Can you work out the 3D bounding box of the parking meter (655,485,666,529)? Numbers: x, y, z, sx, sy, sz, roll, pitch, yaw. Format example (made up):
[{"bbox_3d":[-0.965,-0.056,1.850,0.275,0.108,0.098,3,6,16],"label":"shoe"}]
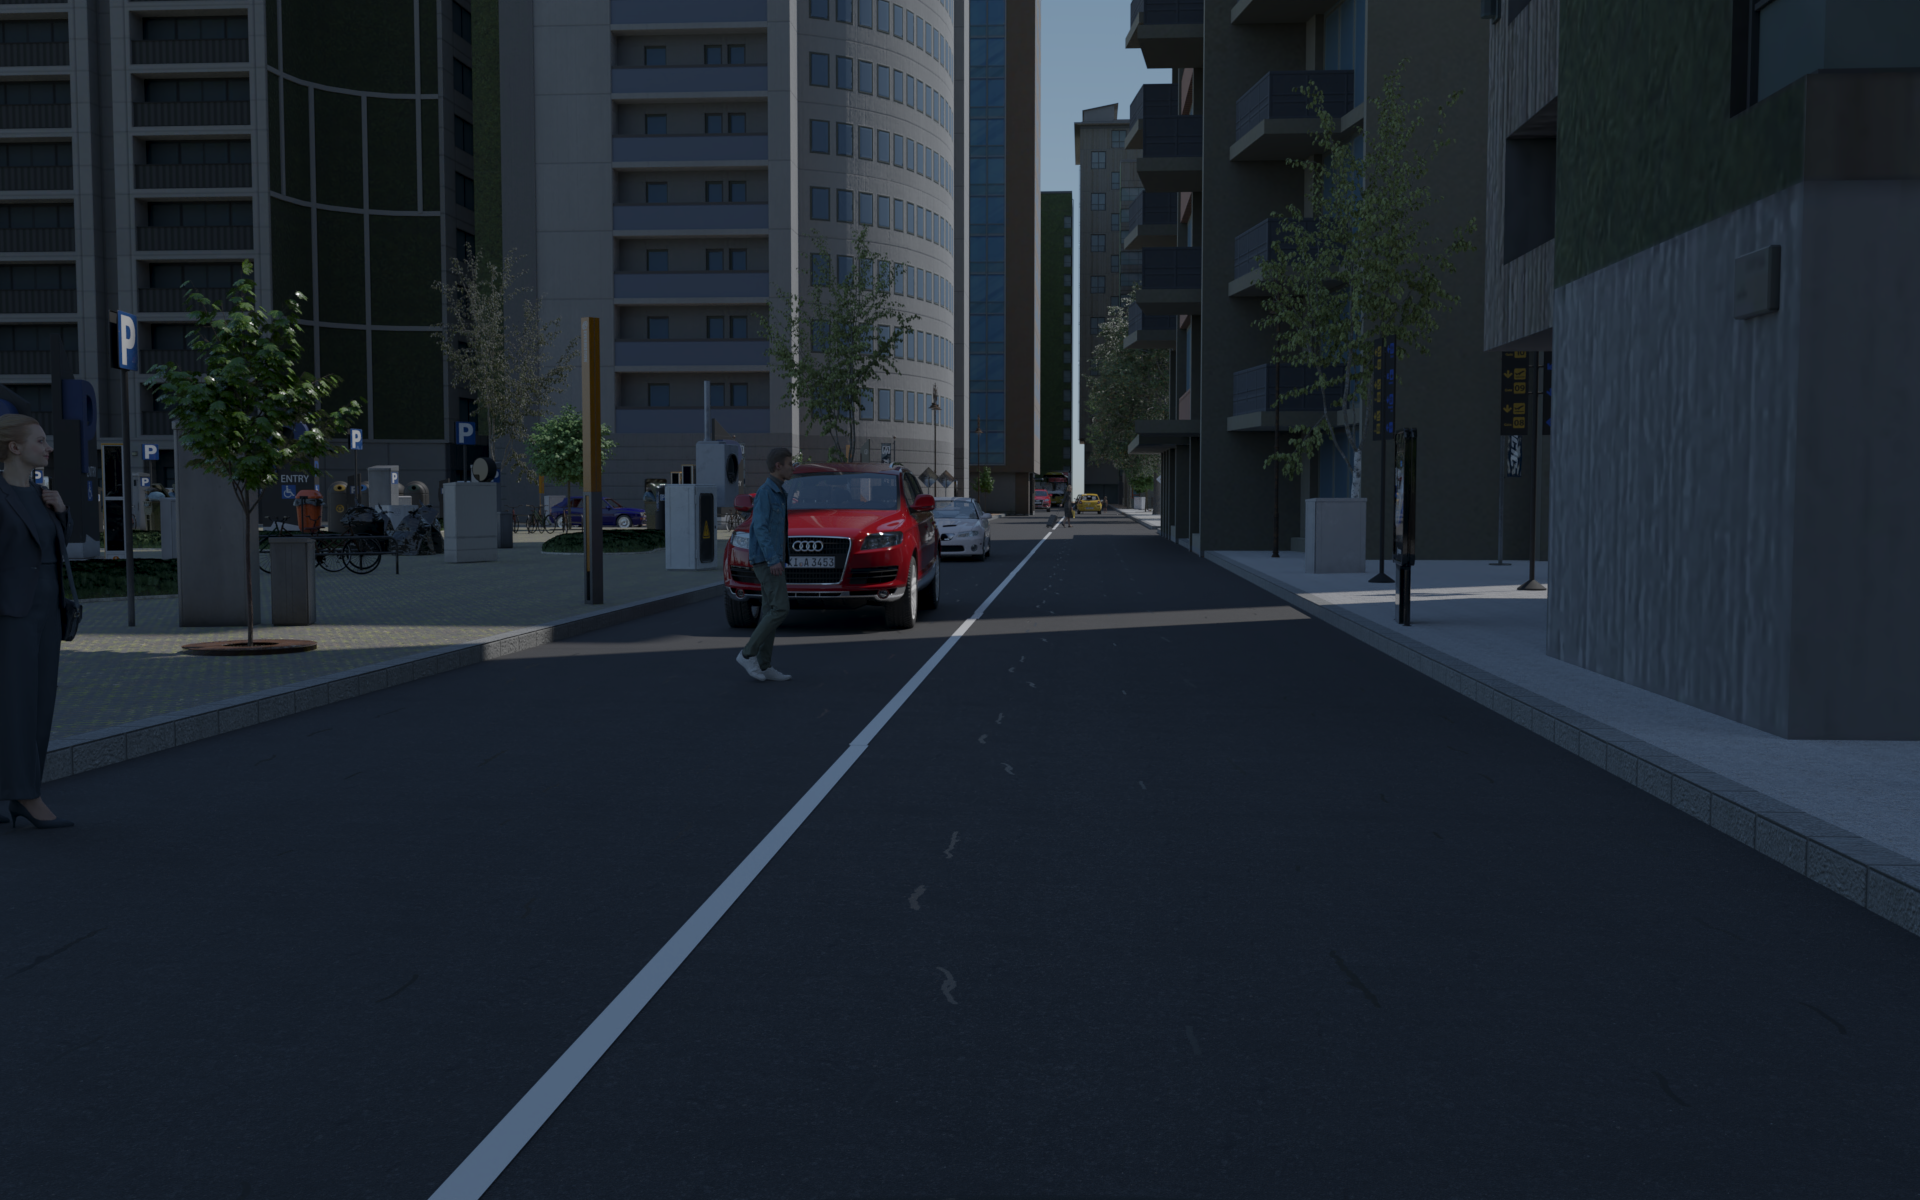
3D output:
[{"bbox_3d":[-8.192,-2.396,47.584,0.372,1.533,0.369,0,3,0],"label":"parking meter"}]

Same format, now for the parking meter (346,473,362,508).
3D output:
[{"bbox_3d":[-16.854,-2.596,48.152,0.399,1.863,0.255,-1,4,-21],"label":"parking meter"}]

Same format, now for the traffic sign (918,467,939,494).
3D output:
[{"bbox_3d":[-1.159,-3.678,63.785,0.795,2.450,0.064,0,4,4],"label":"traffic sign"}]

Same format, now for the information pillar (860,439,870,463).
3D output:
[{"bbox_3d":[-3.997,-5.011,73.283,0.504,3.616,0.183,3,4,36],"label":"information pillar"}]

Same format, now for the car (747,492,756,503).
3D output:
[{"bbox_3d":[-6.816,-3.564,67.312,4.494,1.783,2.155,0,4,3],"label":"car"}]

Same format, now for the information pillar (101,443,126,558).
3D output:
[{"bbox_3d":[-12.291,-1.269,25.232,0.304,2.012,0.304,-1,4,-17],"label":"information pillar"}]

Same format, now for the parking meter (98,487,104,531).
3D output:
[{"bbox_3d":[-21.742,-2.147,43.521,0.372,1.533,0.369,0,3,0],"label":"parking meter"}]

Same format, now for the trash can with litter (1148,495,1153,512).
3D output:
[{"bbox_3d":[14.696,-7.125,127.544,2.233,1.210,1.678,1,4,14],"label":"trash can with litter"}]

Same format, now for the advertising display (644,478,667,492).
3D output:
[{"bbox_3d":[-12.611,-4.074,71.830,0.974,1.923,0.123,-3,4,-37],"label":"advertising display"}]

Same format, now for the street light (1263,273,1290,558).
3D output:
[{"bbox_3d":[6.393,-3.799,34.899,0.468,5.910,1.993,0,4,4],"label":"street light"}]

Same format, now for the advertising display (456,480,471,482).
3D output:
[{"bbox_3d":[-23.067,-4.615,80.661,0.974,1.923,0.123,2,4,31],"label":"advertising display"}]

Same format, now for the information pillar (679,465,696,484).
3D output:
[{"bbox_3d":[-6.768,-2.378,43.373,0.304,2.012,0.304,1,4,11],"label":"information pillar"}]

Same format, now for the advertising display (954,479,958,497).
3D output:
[{"bbox_3d":[-0.189,-4.378,76.800,0.123,1.923,0.974,0,4,3],"label":"advertising display"}]

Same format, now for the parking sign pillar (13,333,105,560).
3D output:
[{"bbox_3d":[-15.218,-2.529,29.814,1.447,3.967,1.447,-1,4,-15],"label":"parking sign pillar"}]

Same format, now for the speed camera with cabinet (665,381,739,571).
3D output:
[{"bbox_3d":[-4.395,-2.159,29.641,0.660,3.252,2.038,1,4,13],"label":"speed camera with cabinet"}]

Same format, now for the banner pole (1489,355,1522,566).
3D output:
[{"bbox_3d":[9.921,-2.523,31.270,0.863,3.779,0.401,-3,5,-40],"label":"banner pole"}]

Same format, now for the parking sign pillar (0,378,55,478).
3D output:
[{"bbox_3d":[-19.238,-2.817,34.523,1.447,3.967,1.447,0,4,1],"label":"parking sign pillar"}]

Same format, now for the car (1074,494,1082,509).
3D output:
[{"bbox_3d":[11.896,-9.554,165.990,2.009,1.686,4.222,0,4,4],"label":"car"}]

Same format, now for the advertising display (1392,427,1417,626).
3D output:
[{"bbox_3d":[4.405,-0.732,17.185,0.123,1.923,0.974,1,4,8],"label":"advertising display"}]

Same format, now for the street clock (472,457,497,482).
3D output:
[{"bbox_3d":[-9.422,-1.822,34.359,0.471,2.002,0.358,2,4,34],"label":"street clock"}]

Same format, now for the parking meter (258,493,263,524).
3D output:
[{"bbox_3d":[-29.858,-4.174,73.957,0.255,1.863,0.399,3,5,44],"label":"parking meter"}]

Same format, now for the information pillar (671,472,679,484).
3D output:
[{"bbox_3d":[-9.444,-3.258,57.757,0.304,2.012,0.304,0,4,6],"label":"information pillar"}]

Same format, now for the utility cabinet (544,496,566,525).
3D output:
[{"bbox_3d":[-17.023,-3.770,72.793,0.306,1.237,1.020,2,4,28],"label":"utility cabinet"}]

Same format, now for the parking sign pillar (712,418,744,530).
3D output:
[{"bbox_3d":[-8.339,-4.512,62.241,1.447,3.967,1.447,2,4,31],"label":"parking sign pillar"}]

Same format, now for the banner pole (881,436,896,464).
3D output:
[{"bbox_3d":[-3.031,-5.177,74.661,0.863,3.779,0.401,1,4,22],"label":"banner pole"}]

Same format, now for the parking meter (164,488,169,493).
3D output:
[{"bbox_3d":[-27.271,-3.113,59.312,0.372,1.533,0.369,0,3,0],"label":"parking meter"}]

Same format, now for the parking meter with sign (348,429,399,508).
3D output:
[{"bbox_3d":[-15.396,-3.058,46.253,1.738,3.016,0.543,1,4,14],"label":"parking meter with sign"}]

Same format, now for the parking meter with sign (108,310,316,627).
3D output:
[{"bbox_3d":[-7.212,-1.257,16.816,1.738,3.016,0.543,0,4,-8],"label":"parking meter with sign"}]

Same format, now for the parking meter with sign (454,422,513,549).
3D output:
[{"bbox_3d":[-11.310,-2.754,41.296,1.738,3.016,0.543,3,5,40],"label":"parking meter with sign"}]

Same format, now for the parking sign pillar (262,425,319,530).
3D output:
[{"bbox_3d":[-16.885,-3.376,43.670,1.447,3.967,1.447,0,4,-4],"label":"parking sign pillar"}]

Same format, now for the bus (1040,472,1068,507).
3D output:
[{"bbox_3d":[10.771,-12.468,195.402,2.896,3.916,12.252,0,4,5],"label":"bus"}]

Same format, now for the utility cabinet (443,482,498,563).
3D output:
[{"bbox_3d":[-9.188,-1.457,32.493,0.318,1.500,1.173,1,4,23],"label":"utility cabinet"}]

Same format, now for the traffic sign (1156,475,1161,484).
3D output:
[{"bbox_3d":[8.435,-4.125,71.081,0.795,2.450,0.064,0,4,4],"label":"traffic sign"}]

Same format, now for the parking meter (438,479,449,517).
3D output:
[{"bbox_3d":[-19.278,-3.609,64.717,0.399,1.863,0.255,-1,4,-11],"label":"parking meter"}]

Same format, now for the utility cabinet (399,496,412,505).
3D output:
[{"bbox_3d":[-17.419,-2.578,53.316,1.020,1.237,0.306,-2,4,-24],"label":"utility cabinet"}]

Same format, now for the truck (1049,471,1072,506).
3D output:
[{"bbox_3d":[12.107,-13.501,209.653,2.839,4.237,11.283,0,4,6],"label":"truck"}]

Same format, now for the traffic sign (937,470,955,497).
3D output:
[{"bbox_3d":[-0.585,-4.166,71.749,0.795,2.450,0.064,0,4,4],"label":"traffic sign"}]

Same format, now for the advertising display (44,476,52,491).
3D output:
[{"bbox_3d":[-33.153,-3.518,62.740,0.974,1.923,0.123,3,4,38],"label":"advertising display"}]

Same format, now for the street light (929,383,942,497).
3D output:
[{"bbox_3d":[-1.029,-6.066,71.971,0.468,5.910,1.993,0,4,4],"label":"street light"}]

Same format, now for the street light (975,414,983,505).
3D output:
[{"bbox_3d":[1.074,-7.751,99.510,0.468,5.910,1.993,0,4,4],"label":"street light"}]

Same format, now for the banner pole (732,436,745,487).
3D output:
[{"bbox_3d":[-9.475,-5.136,73.988,0.863,3.779,0.401,3,4,36],"label":"banner pole"}]

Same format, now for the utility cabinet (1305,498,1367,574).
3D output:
[{"bbox_3d":[6.105,-1.040,28.165,1.020,1.237,0.306,-2,4,-25],"label":"utility cabinet"}]

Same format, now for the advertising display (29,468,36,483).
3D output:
[{"bbox_3d":[-17.009,-1.606,31.480,0.123,1.923,0.974,-1,4,-10],"label":"advertising display"}]

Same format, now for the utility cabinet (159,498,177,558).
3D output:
[{"bbox_3d":[-13.780,-1.212,30.984,0.306,1.237,1.020,1,4,23],"label":"utility cabinet"}]

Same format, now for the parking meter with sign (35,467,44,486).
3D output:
[{"bbox_3d":[-52.727,-6.328,99.724,0.543,3.016,1.738,1,4,20],"label":"parking meter with sign"}]

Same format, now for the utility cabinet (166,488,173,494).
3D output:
[{"bbox_3d":[-29.619,-3.392,64.138,1.173,1.500,0.318,-1,4,-17],"label":"utility cabinet"}]

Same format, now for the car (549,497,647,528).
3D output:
[{"bbox_3d":[-14.431,-3.490,69.641,3.894,1.354,1.945,0,4,6],"label":"car"}]
